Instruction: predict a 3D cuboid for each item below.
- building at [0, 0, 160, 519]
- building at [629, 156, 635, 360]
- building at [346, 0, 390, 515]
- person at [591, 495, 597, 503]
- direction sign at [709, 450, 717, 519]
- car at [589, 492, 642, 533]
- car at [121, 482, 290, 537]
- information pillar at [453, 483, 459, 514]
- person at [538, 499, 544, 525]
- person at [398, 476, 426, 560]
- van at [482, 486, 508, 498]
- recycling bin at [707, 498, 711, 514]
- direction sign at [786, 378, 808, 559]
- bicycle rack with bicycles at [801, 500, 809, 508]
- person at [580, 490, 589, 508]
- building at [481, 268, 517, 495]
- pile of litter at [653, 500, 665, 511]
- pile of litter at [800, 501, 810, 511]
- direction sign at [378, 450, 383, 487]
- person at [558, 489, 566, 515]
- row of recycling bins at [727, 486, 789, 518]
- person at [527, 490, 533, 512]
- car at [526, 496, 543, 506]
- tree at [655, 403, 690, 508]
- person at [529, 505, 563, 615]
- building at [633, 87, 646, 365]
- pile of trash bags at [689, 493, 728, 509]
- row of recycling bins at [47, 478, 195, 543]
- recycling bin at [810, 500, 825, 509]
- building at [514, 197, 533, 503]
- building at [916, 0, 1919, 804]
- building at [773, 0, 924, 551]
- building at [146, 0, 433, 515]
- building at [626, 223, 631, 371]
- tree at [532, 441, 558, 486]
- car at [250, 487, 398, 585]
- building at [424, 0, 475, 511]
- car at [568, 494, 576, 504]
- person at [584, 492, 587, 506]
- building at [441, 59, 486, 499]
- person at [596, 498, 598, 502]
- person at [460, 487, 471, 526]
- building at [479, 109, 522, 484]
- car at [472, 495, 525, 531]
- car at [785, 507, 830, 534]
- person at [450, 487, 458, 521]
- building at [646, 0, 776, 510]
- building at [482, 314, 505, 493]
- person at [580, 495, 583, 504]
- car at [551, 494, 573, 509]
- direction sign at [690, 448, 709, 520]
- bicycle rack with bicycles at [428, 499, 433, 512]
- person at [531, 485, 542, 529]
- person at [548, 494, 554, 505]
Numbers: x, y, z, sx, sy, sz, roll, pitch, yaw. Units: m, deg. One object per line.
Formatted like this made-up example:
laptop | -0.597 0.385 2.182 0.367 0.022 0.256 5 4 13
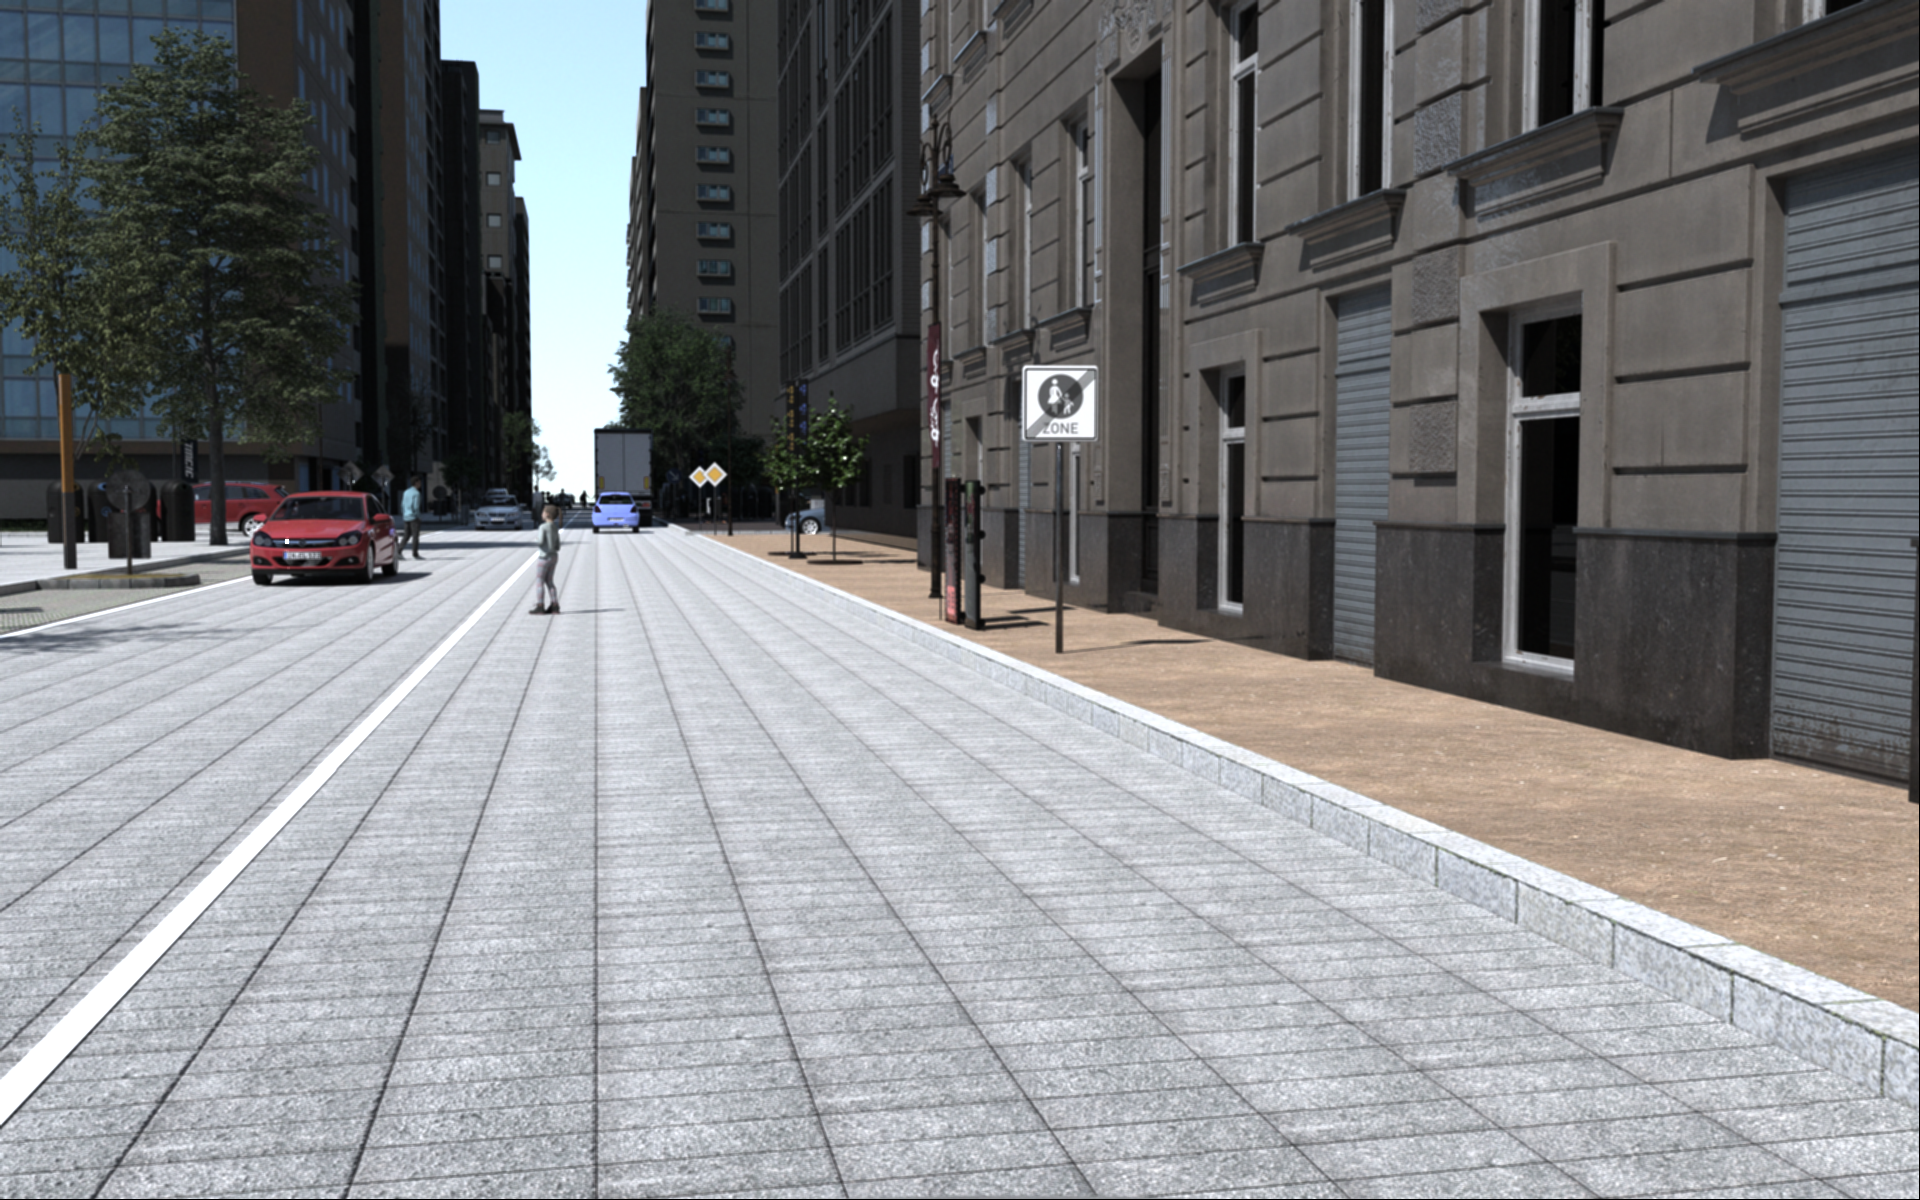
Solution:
building | -31.874 -25.476 66.646 14.600 45.320 14.200 -1 4 -12
building | -34.218 -37.580 238.140 21.300 48.544 21.600 -1 4 -12
building | -37.561 -19.376 88.503 14.160 30.474 14.107 -1 4 -12
person | -33.297 -9.194 158.803 0.705 1.826 1.348 2 4 25
direction sign | -12.894 -5.981 89.783 0.876 3.537 0.379 3 4 37
car | -12.802 -3.352 64.397 1.945 1.707 3.694 -1 4 -12
car | -23.615 -2.811 54.628 5.304 1.827 2.281 -1 4 -10
information pillar | -32.131 -6.477 110.385 0.304 2.012 0.304 -2 4 -26
person | -19.171 -4.154 79.011 0.503 1.515 0.523 -3 4 -39
person | -11.964 -1.781 37.632 0.660 1.820 0.620 3 4 36
van | -32.908 -7.095 123.009 2.013 2.044 4.112 -1 4 -12
recycling bin | -15.621 -5.965 110.084 0.722 1.027 0.722 1 4 20
direction sign | -3.226 -2.591 34.357 0.379 3.537 0.876 -2 4 -32
bicycle rack with bicycles | -9.353 -6.126 113.545 2.852 0.926 2.925 0 4 -3
person | -38.409 -10.317 177.200 1.348 1.823 0.705 2 4 26
building | -64.220 -27.465 220.748 14.160 30.474 14.107 -1 4 -12
pile of litter | -23.310 -7.261 132.675 1.719 0.858 1.176 1 4 14
pile of litter | -9.404 -5.664 106.571 1.719 0.858 1.176 2 4 30
direction sign | -29.816 -5.943 89.168 0.379 3.537 0.876 0 4 -5
person | -26.734 -6.583 116.320 0.511 1.800 0.466 0 4 -3
row of recycling bins | -11.011 -5.342 94.456 3.534 1.692 1.069 1 4 12
person | -34.699 -8.020 140.344 1.217 1.735 0.721 3 5 40
car | -48.790 -11.422 198.754 2.014 1.417 4.499 -1 4 -10
tree | -23.323 -11.370 136.257 4.360 8.622 3.978 0 3 0
person | -4.951 -0.482 20.663 0.394 1.301 0.425 0 4 5
building | -26.115 -35.238 199.845 21.300 48.544 21.600 -1 4 -12
pile of trash bags | -18.677 -7.350 129.928 1.912 1.369 3.447 3 5 39
row of recycling bins | -22.335 -2.387 46.142 3.534 1.692 1.069 -2 4 -32
recycling bin | -6.496 -4.117 79.866 0.722 1.027 0.722 -1 4 -15
building | -76.927 -39.195 264.533 21.300 48.544 21.600 -1 4 -12
building | 7.271 -13.502 18.029 12.463 27.353 25.104 -1 4 -12
building | 3.607 -15.216 42.294 14.314 27.812 24.014 -1 4 -12
building | -41.620 -28.115 109.793 14.600 45.320 14.200 -1 4 -12
building | -42.101 -40.290 278.349 23.786 49.044 30.456 -1 4 -12
tree | -70.578 -21.640 288.223 7.601 10.594 8.767 -1 4 -15
car | -10.540 -1.213 28.878 2.155 1.783 4.494 -1 4 -10
building | -50.393 -42.867 139.125 20.563 71.187 20.611 -1 4 -12
car | -55.464 -14.388 245.463 2.015 1.641 3.980 -1 4 -12
person | -44.045 -11.870 203.504 0.436 1.711 0.756 -1 4 -18
building | -51.148 -28.989 157.572 14.154 41.232 14.086 -1 4 -12
person | -26.359 -7.223 126.689 0.616 1.811 0.778 -3 4 -37
person | -22.371 -4.235 78.293 0.362 1.759 0.519 3 5 43
building | -75.394 -39.737 238.946 28.713 52.752 27.495 -1 4 -12
car | -18.394 -3.495 69.150 2.014 1.417 4.499 -1 4 -13
car | -3.751 -2.904 59.477 4.499 1.417 2.014 -1 4 -11
person | -24.812 -4.665 85.105 0.374 1.781 0.599 -3 4 -36
building | -16.083 -32.253 151.037 21.300 48.544 21.600 -1 4 -12
building | -61.895 -20.370 178.093 27.650 21.520 28.899 -1 4 -12
person | -43.514 -11.466 199.209 0.421 1.427 0.697 0 4 3
car | -38.773 -9.601 168.775 2.131 1.459 4.920 -1 4 -11
direction sign | -12.981 -5.722 85.559 0.876 3.537 0.379 3 4 36
bicycle rack with bicycles | -37.247 -6.667 122.392 2.925 0.926 2.852 -3 5 -42
person | -17.316 -3.809 71.000 0.478 1.798 0.641 -2 4 -29
person | -41.171 -9.956 174.505 0.697 1.427 0.421 3 5 41
